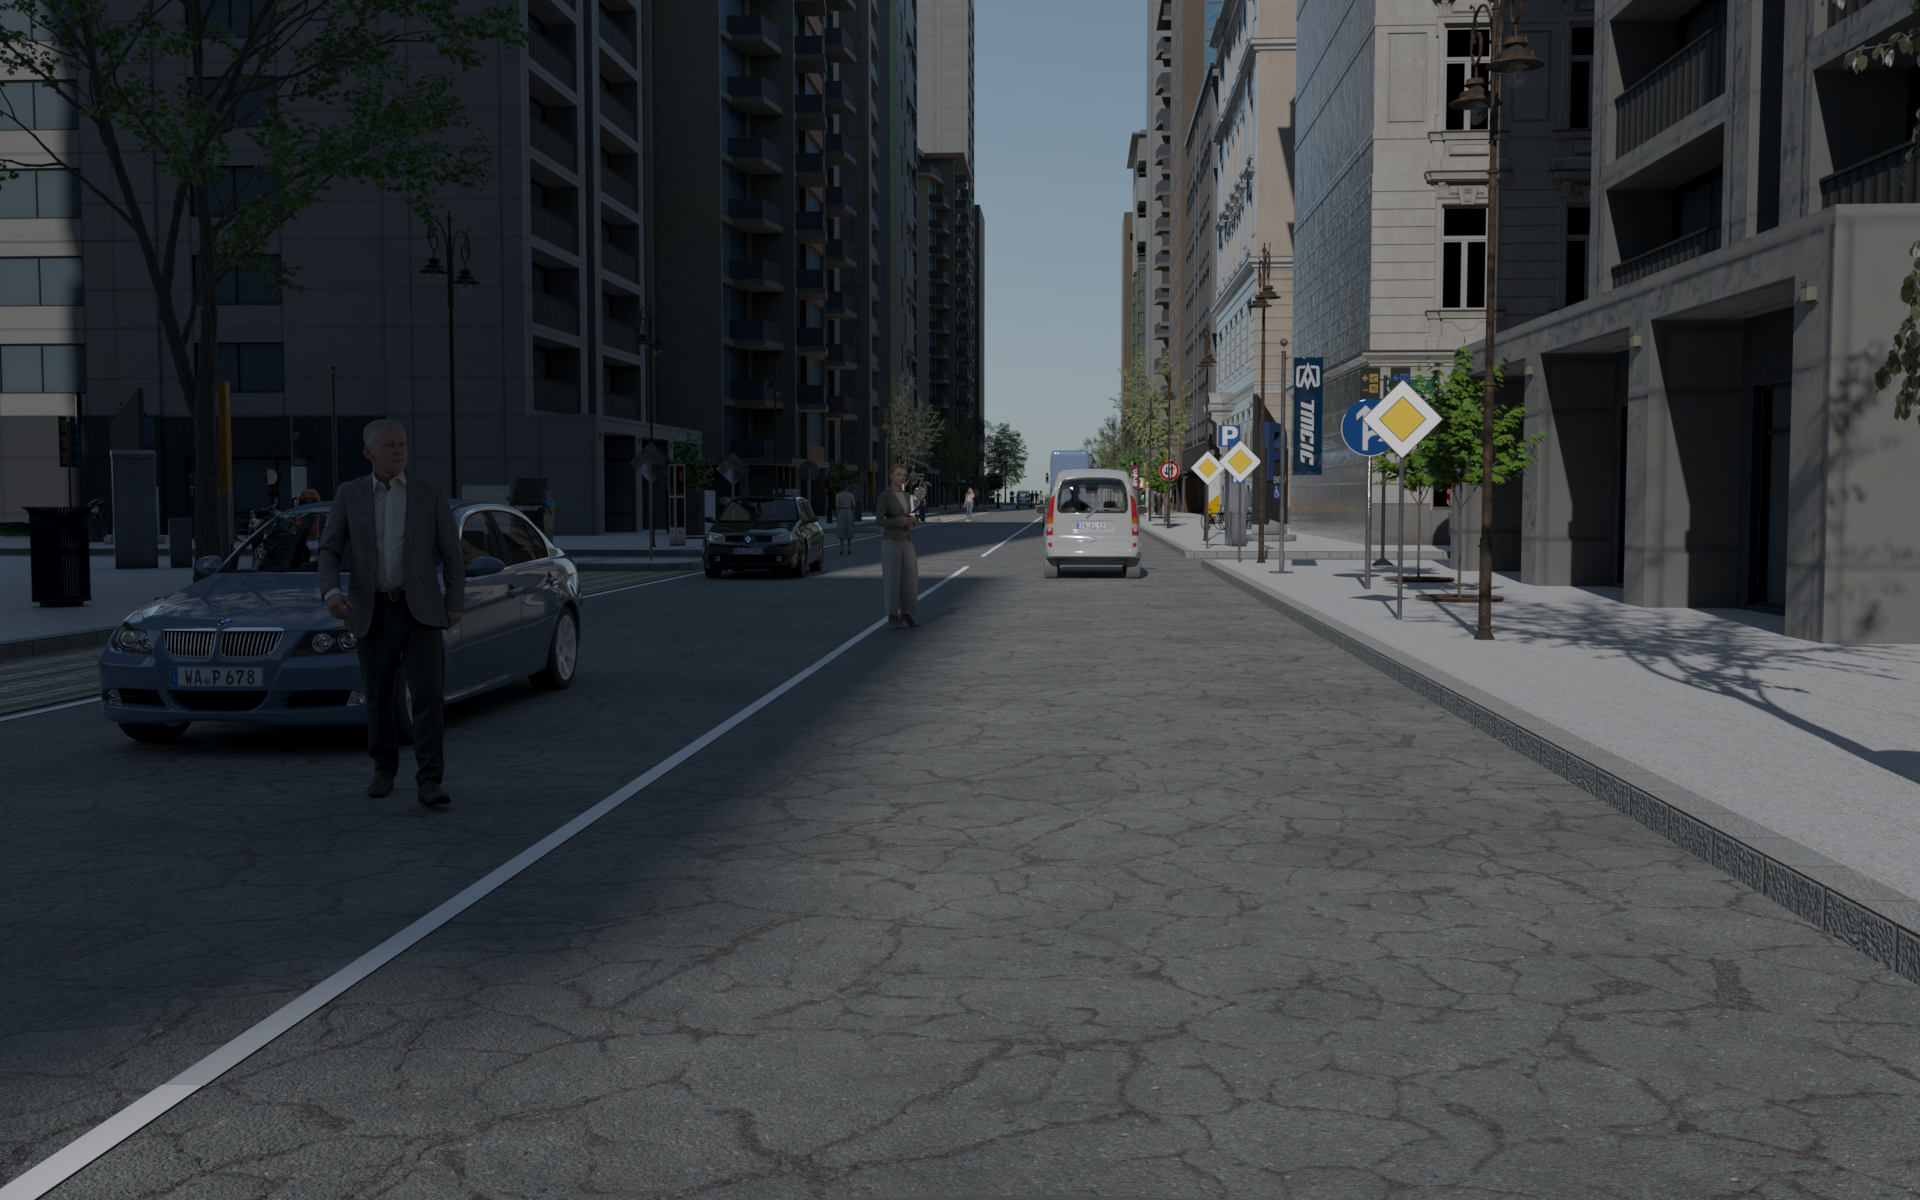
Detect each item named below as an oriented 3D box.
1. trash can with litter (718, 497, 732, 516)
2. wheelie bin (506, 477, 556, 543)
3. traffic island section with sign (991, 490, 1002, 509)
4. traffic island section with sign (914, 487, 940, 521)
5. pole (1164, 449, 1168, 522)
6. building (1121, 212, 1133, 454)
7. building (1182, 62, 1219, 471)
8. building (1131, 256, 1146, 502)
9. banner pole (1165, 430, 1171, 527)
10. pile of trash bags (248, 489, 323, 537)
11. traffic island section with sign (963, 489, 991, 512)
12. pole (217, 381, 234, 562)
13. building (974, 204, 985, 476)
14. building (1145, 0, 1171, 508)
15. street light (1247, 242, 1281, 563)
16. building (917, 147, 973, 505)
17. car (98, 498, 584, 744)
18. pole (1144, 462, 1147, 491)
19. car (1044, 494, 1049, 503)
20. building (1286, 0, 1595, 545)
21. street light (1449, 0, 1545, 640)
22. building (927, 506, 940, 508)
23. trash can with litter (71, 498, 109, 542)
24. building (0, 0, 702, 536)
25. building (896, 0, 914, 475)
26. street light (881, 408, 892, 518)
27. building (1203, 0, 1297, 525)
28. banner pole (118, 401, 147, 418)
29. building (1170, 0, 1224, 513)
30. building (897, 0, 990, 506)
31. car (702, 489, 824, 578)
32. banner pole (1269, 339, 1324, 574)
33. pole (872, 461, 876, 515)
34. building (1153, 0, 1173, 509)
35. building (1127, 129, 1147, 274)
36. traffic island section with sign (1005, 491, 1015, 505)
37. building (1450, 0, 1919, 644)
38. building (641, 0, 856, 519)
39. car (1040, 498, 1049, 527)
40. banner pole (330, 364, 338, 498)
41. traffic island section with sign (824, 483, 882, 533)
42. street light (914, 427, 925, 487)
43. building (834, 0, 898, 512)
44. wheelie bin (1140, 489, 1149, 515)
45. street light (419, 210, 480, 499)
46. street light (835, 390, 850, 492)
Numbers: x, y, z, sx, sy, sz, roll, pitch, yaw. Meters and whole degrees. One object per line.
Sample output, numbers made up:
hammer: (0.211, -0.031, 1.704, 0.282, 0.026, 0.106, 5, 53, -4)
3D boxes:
trash can with litter: (-8.859, -3.377, 66.598, 0.624, 1.170, 1.055, -3, 4, -37)
wheelie bin: (-7.863, -1.463, 31.824, 0.980, 1.594, 0.693, 0, 4, 7)
traffic island section with sign: (3.097, -9.745, 167.958, 1.989, 1.847, 2.006, 0, 4, 4)
traffic island section with sign: (-2.069, -5.038, 90.991, 1.989, 1.847, 2.006, 0, 4, 4)
pole: (9.349, -5.178, 78.510, 0.158, 3.312, 0.155, 0, 3, 0)
building: (31.876, -37.690, 266.342, 14.600, 45.320, 14.200, 0, 4, 4)
building: (21.055, -18.894, 102.432, 14.314, 27.812, 24.014, 0, 4, 4)
building: (28.430, -26.843, 210.580, 14.160, 30.474, 14.107, 0, 4, 4)
banner pole: (8.026, -4.675, 66.455, 0.401, 3.779, 0.863, 0, 4, 2)
pile of trash bags: (-11.423, -1.258, 30.326, 1.912, 1.369, 3.447, -1, 4, -21)
traffic island section with sign: (1.272, -8.077, 140.693, 1.989, 1.847, 2.006, 0, 4, 4)
pole: (-13.284, -2.293, 31.338, 0.158, 3.312, 0.155, 0, 3, 0)
building: (-3.555, -37.337, 260.573, 14.600, 45.320, 14.200, 0, 4, 4)
building: (29.064, -38.556, 172.386, 21.231, 58.520, 28.212, 0, 4, 4)
street light: (5.597, -3.623, 32.018, 0.468, 5.910, 1.993, 0, 4, 4)
building: (-9.817, -34.436, 217.649, 22.147, 44.769, 28.867, 0, 4, 4)
car: (-3.839, 0.030, 11.519, 2.014, 1.417, 4.499, 0, 4, 4)
pole: (11.921, -7.198, 111.536, 0.158, 3.312, 0.155, 0, 3, 0)
car: (14.118, -16.049, 272.616, 2.015, 1.641, 3.980, 0, 4, 2)
building: (32.134, -16.671, 48.982, 44.131, 29.872, 17.030, 0, 4, 4)
street light: (4.625, -2.588, 15.100, 0.468, 5.910, 1.993, 0, 4, 4)
building: (-12.519, -44.620, 167.783, 20.563, 71.187, 20.611, 0, 4, 4)
trash can with litter: (-23.162, -2.116, 45.980, 1.055, 1.170, 0.624, 1, 4, 15)
building: (-20.602, -38.146, 61.946, 20.563, 71.187, 20.611, 0, 4, 4)
building: (-18.215, -33.971, 144.666, 28.713, 52.752, 27.495, 0, 4, 4)
street light: (-3.938, -7.358, 93.097, 0.468, 5.910, 1.993, 0, 4, 4)
building: (18.834, -17.973, 79.760, 13.634, 28.700, 20.117, 0, 4, 4)
banner pole: (-22.364, -3.474, 46.809, 0.863, 3.779, 0.401, -2, 4, -30)
building: (22.197, -28.907, 122.732, 14.600, 45.320, 14.200, 0, 4, 4)
building: (-6.247, -49.129, 241.504, 20.563, 71.187, 20.611, 0, 4, 4)
car: (-3.468, -1.294, 30.938, 2.009, 1.686, 4.222, 0, 4, 2)
banner pole: (5.436, -2.318, 27.923, 0.863, 3.779, 0.401, 1, 4, 13)
pole: (-5.251, -6.842, 105.712, 0.158, 3.312, 0.155, 0, 3, 0)
building: (27.502, -29.953, 144.359, 22.147, 44.769, 28.867, 0, 4, 4)
building: (38.215, -40.096, 244.813, 28.713, 52.752, 27.495, 0, 4, 4)
traffic island section with sign: (6.758, -13.072, 222.348, 1.989, 1.847, 2.006, 0, 4, 4)
building: (17.870, -35.366, 16.490, 20.563, 71.187, 20.611, 0, 4, 4)
building: (-17.670, -26.995, 95.987, 22.147, 44.769, 28.867, 0, 4, 4)
car: (4.585, -3.945, 76.863, 2.083, 1.381, 4.827, 0, 4, 3)
banner pole: (-12.117, -2.664, 33.567, 0.401, 3.779, 0.863, -1, 4, -22)
traffic island section with sign: (-3.904, -3.371, 63.740, 1.989, 1.847, 2.006, 0, 4, 4)
street light: (-2.729, -8.409, 110.273, 0.468, 5.910, 1.993, 0, 4, 4)
building: (-12.136, -26.911, 123.590, 14.154, 41.232, 14.086, 0, 4, 4)
wheelie bin: (11.107, -5.907, 104.485, 0.693, 1.594, 0.980, 0, 4, 3)
street light: (-8.323, -3.401, 28.395, 0.468, 5.910, 1.993, 0, 4, 4)
street light: (-5.123, -6.273, 75.352, 0.468, 5.910, 1.993, 0, 4, 4)
